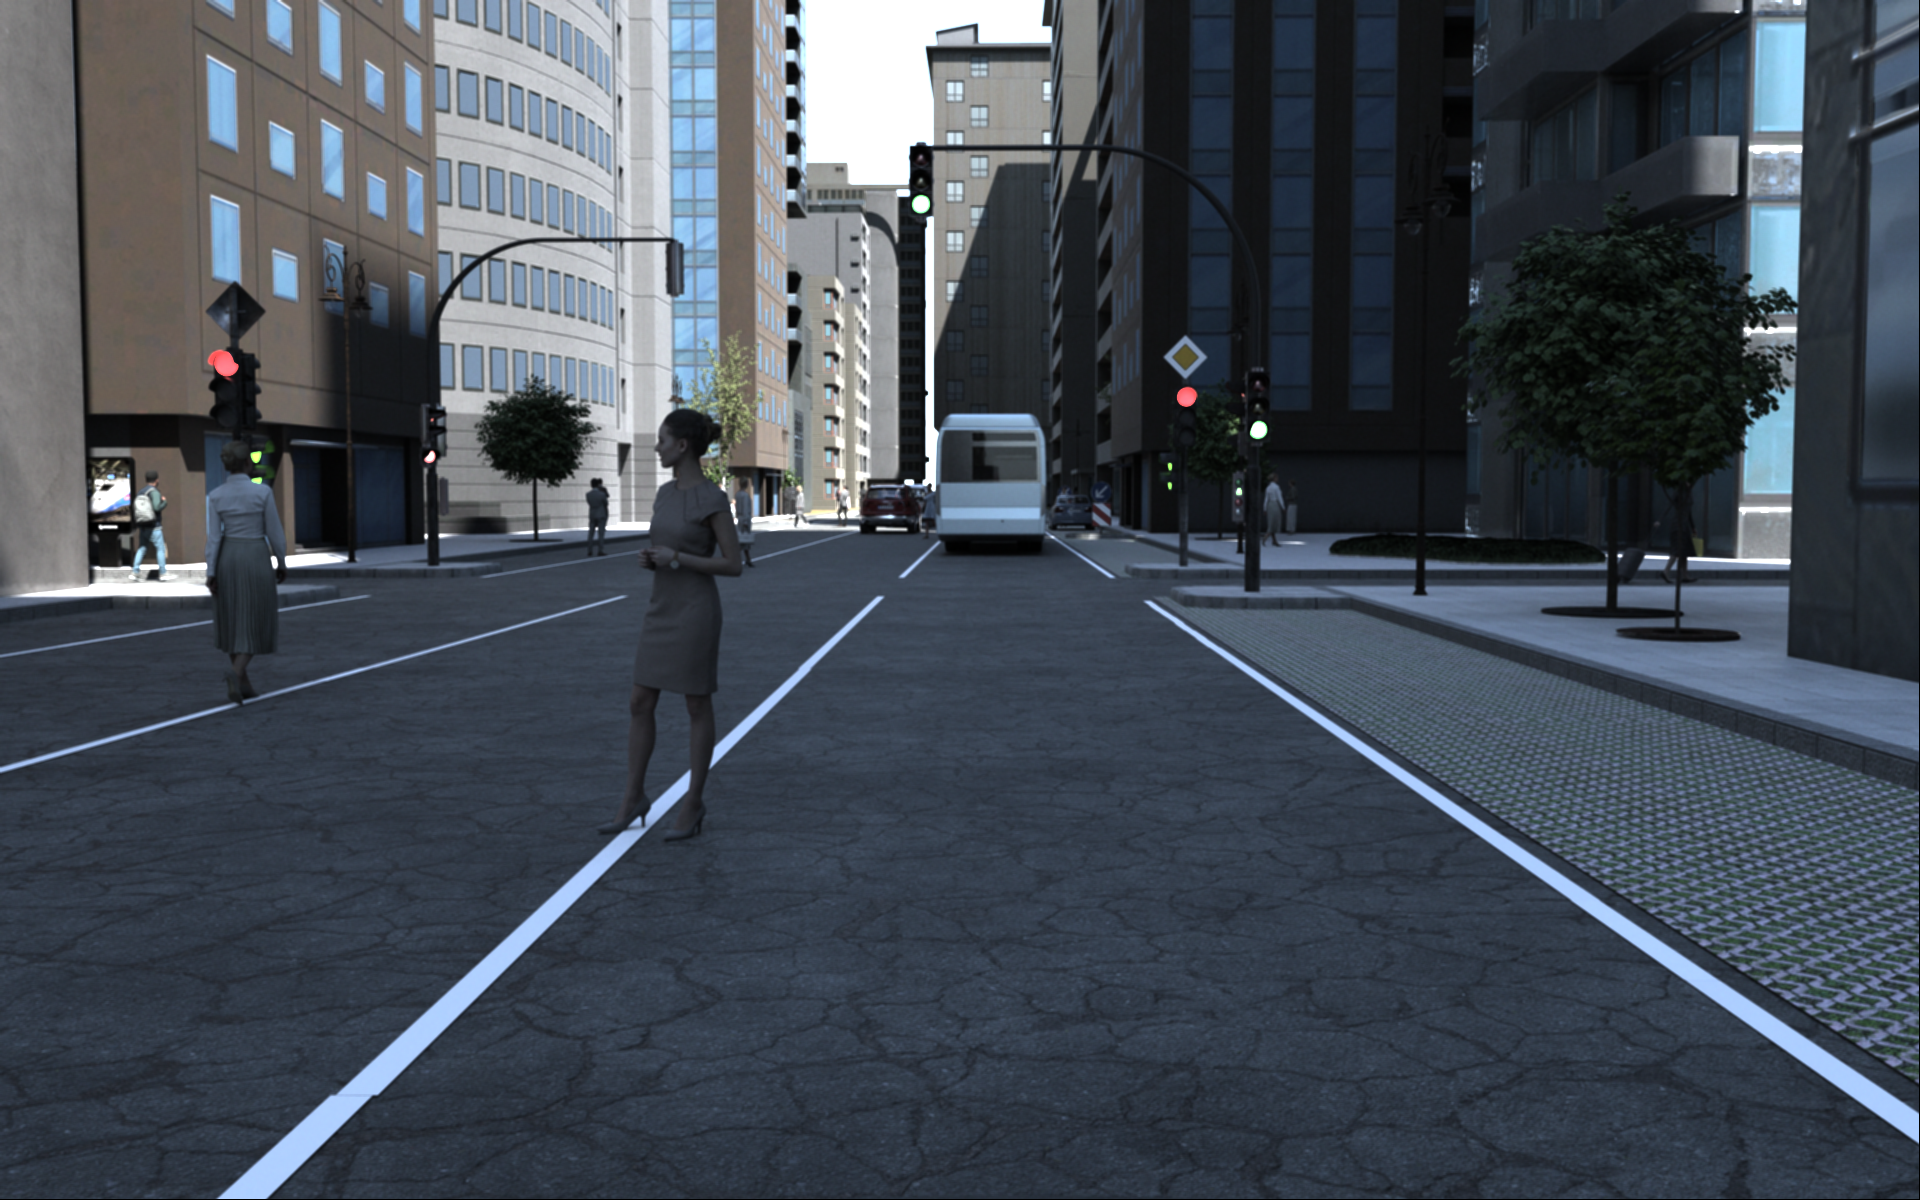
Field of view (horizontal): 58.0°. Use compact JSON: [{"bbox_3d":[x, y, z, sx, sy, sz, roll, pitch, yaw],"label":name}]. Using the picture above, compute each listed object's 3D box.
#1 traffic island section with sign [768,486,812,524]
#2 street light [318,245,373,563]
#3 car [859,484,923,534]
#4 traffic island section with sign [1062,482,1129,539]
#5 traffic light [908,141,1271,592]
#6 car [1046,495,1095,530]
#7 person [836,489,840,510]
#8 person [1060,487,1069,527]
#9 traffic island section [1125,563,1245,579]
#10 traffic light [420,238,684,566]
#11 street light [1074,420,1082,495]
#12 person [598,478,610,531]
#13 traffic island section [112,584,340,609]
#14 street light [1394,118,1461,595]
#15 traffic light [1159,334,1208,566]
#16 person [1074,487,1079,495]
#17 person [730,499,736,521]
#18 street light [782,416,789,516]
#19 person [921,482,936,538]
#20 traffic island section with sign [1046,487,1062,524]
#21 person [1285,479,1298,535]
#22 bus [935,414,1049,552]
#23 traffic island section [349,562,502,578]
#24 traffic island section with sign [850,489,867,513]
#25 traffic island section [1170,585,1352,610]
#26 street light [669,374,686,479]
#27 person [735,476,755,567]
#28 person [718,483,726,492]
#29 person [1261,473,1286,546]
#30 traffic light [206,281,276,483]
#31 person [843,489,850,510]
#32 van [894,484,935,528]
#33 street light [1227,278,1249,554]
[{"bbox_3d":[-8.200,-4.609,83.991,1.989,1.847,2.006,0,4,1],"label":"traffic island section with sign"},{"bbox_3d":[-11.420,-3.643,32.345,0.468,5.910,1.993,0,4,1],"label":"street light"},{"bbox_3d":[-2.556,-3.401,64.275,2.281,1.827,5.304,0,4,2],"label":"car"},{"bbox_3d":[4.432,-2.912,56.232,1.989,1.847,2.006,0,4,1],"label":"traffic island section with sign"},{"bbox_3d":[1.724,-2.930,22.579,4.771,5.953,1.251,0,4,1],"label":"traffic light"},{"bbox_3d":[4.458,-3.504,69.301,2.014,1.417,4.499,0,4,1],"label":"car"},{"bbox_3d":[-9.409,-7.820,135.364,0.593,1.643,0.415,-1,4,-10],"label":"person"},{"bbox_3d":[4.427,-4.000,74.467,0.480,1.755,0.524,1,4,15],"label":"person"},{"bbox_3d":[3.994,-0.520,30.782,2.009,0.180,2.903,0,4,1],"label":"traffic island section"},{"bbox_3d":[-7.312,-3.438,30.881,4.771,5.953,1.251,0,4,1],"label":"traffic light"},{"bbox_3d":[7.168,-8.112,105.420,0.468,5.910,1.993,0,4,1],"label":"street light"},{"bbox_3d":[-12.538,-3.333,60.497,0.622,1.834,0.822,0,4,-1],"label":"person"},{"bbox_3d":[-9.583,-0.046,23.034,2.009,0.180,2.903,0,4,1],"label":"traffic island section"},{"bbox_3d":[5.846,-2.999,21.823,0.468,5.910,1.993,0,4,1],"label":"street light"},{"bbox_3d":[3.954,-2.553,30.669,0.839,4.253,0.868,0,4,1],"label":"traffic light"},{"bbox_3d":[7.367,-6.208,108.269,0.721,1.735,1.217,-1,4,-10],"label":"person"},{"bbox_3d":[-9.369,-3.519,71.046,0.382,1.210,0.505,0,4,6],"label":"person"},{"bbox_3d":[-10.248,-7.843,101.028,0.468,5.910,1.993,0,4,1],"label":"street light"},{"bbox_3d":[-0.951,-2.894,55.918,0.778,1.811,0.616,-3,5,-45],"label":"person"},{"bbox_3d":[4.902,-4.560,83.183,1.989,1.847,2.006,0,4,1],"label":"traffic island section with sign"},{"bbox_3d":[10.390,-2.922,54.359,0.362,1.759,0.519,2,4,24],"label":"person"},{"bbox_3d":[0.970,-3.152,46.390,2.948,3.499,13.247,0,4,2],"label":"bus"},{"bbox_3d":[-9.445,-0.534,31.018,2.009,0.180,2.903,0,4,1],"label":"traffic island section"},{"bbox_3d":[-7.366,-7.592,132.756,1.989,1.847,2.006,0,4,1],"label":"traffic island section with sign"},{"bbox_3d":[3.857,-0.032,22.798,2.009,0.180,2.903,0,4,1],"label":"traffic island section"},{"bbox_3d":[-10.881,-5.746,66.741,0.468,5.910,1.993,0,4,1],"label":"street light"},{"bbox_3d":[-4.272,-1.528,33.831,0.624,1.780,0.694,-1,4,-21],"label":"person"},{"bbox_3d":[-11.591,-4.726,83.410,0.679,1.850,0.850,0,4,4],"label":"person"},{"bbox_3d":[7.602,-2.199,42.228,0.641,1.798,0.478,-1,4,-18],"label":"person"},{"bbox_3d":[-9.543,-2.078,22.898,0.839,4.253,0.868,0,4,1],"label":"traffic light"},{"bbox_3d":[-9.331,-8.290,142.256,0.621,1.740,0.551,0,4,0],"label":"person"},{"bbox_3d":[-1.973,-4.149,74.842,2.013,2.044,4.112,0,4,2],"label":"van"},{"bbox_3d":[6.054,-3.942,37.234,0.468,5.910,1.993,0,4,1],"label":"street light"}]
